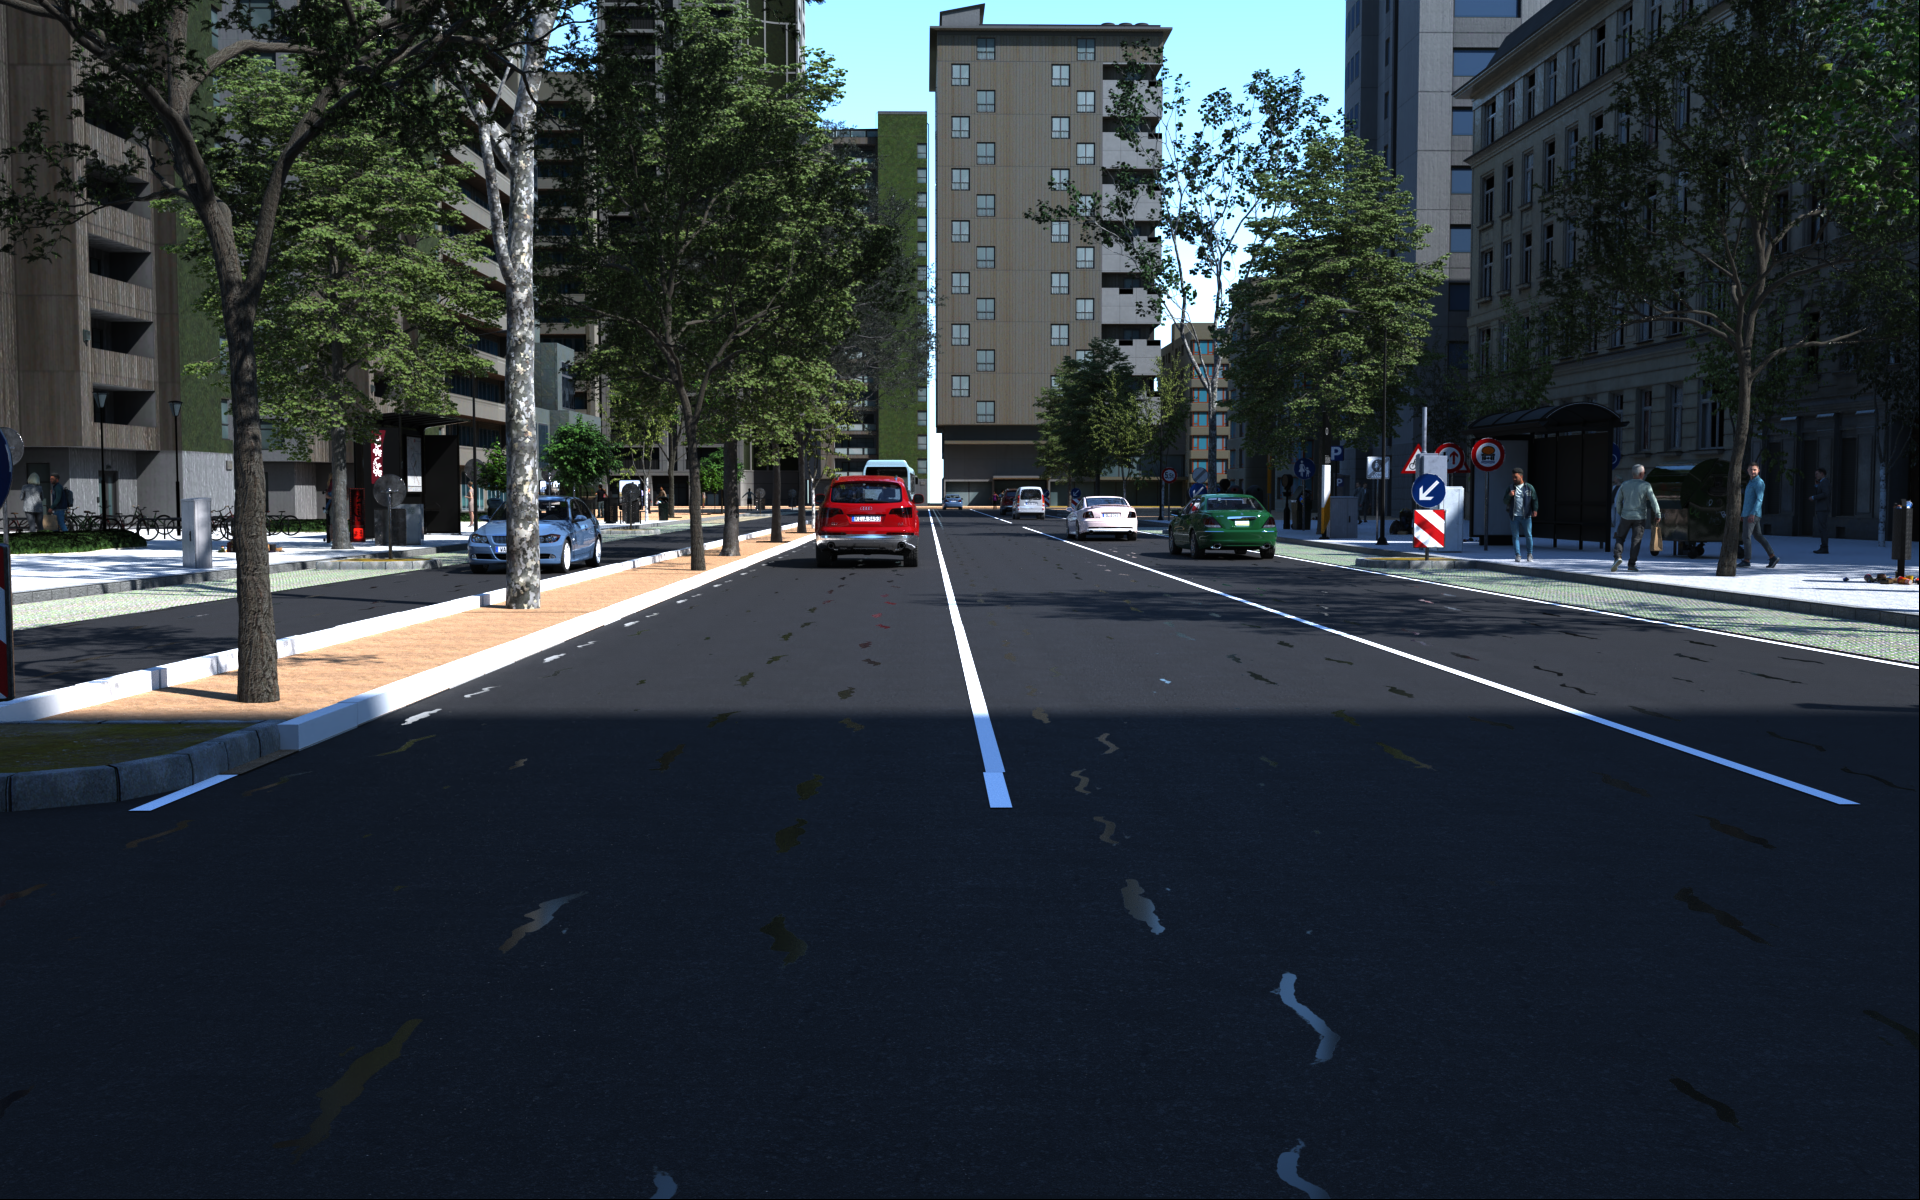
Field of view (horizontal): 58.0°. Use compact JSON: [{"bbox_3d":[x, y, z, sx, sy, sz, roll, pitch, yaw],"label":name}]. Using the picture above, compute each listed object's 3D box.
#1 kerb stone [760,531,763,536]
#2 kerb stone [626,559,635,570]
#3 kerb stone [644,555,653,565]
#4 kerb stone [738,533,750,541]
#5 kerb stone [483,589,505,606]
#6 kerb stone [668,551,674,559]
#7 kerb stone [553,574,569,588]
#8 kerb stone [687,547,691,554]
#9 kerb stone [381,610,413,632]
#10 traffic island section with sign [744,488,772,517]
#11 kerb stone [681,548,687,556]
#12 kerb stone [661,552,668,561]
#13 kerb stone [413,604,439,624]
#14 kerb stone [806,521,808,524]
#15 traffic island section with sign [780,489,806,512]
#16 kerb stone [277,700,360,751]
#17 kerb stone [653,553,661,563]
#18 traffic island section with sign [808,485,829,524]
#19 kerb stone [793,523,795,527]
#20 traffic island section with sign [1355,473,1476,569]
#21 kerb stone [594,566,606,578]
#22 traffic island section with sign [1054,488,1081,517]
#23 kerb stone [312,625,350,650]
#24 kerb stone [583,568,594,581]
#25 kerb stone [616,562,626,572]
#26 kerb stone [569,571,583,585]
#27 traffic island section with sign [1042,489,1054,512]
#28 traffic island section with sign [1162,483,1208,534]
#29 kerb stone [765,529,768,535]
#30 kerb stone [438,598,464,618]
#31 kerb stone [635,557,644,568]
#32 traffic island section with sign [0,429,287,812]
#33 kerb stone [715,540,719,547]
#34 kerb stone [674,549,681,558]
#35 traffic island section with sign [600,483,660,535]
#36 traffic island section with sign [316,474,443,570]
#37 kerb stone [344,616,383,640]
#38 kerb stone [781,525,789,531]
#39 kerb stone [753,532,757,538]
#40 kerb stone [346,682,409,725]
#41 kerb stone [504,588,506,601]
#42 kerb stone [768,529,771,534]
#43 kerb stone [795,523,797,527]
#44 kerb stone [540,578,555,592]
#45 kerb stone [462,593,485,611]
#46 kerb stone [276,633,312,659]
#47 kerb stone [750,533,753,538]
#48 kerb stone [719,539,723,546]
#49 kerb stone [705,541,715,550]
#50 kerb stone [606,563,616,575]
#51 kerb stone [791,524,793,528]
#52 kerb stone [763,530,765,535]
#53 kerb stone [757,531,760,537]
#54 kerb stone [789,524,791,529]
[{"bbox_3d":[-6.839,-2.208,58.301,0.120,0.150,1.000,0,4,-1],"label":"kerb stone"},{"bbox_3d":[-6.323,-0.633,32.688,0.120,0.150,1.000,0,4,-1],"label":"kerb stone"},{"bbox_3d":[-6.352,-0.767,34.732,0.120,0.150,1.000,0,4,-1],"label":"kerb stone"},{"bbox_3d":[-6.757,-1.958,54.205,0.120,0.150,1.000,0,4,-1],"label":"kerb stone"},{"bbox_3d":[-6.104,-0.014,22.430,0.120,0.150,1.000,0,4,-1],"label":"kerb stone"},{"bbox_3d":[-6.424,-0.954,37.806,0.120,0.150,1.000,0,4,-1],"label":"kerb stone"},{"bbox_3d":[-6.194,-0.264,26.534,0.120,0.150,1.000,0,4,-1],"label":"kerb stone"},{"bbox_3d":[-6.482,-1.140,40.877,0.120,0.150,1.000,0,4,-1],"label":"kerb stone"},{"bbox_3d":[-6.022,0.238,18.307,0.120,0.150,1.000,0,4,-1],"label":"kerb stone"},{"bbox_3d":[-12.739,-6.249,110.796,1.989,1.847,2.006,0,4,-1],"label":"traffic island section with sign"},{"bbox_3d":[-6.458,-1.076,39.850,0.120,0.150,1.000,0,4,-1],"label":"kerb stone"},{"bbox_3d":[-6.398,-0.888,36.780,0.120,0.150,1.000,0,4,-1],"label":"kerb stone"},{"bbox_3d":[-6.046,0.180,19.344,0.120,0.150,1.000,0,4,-1],"label":"kerb stone"},{"bbox_3d":[-7.339,-3.713,82.908,0.120,0.150,1.000,0,4,-1],"label":"kerb stone"},{"bbox_3d":[-13.281,-7.897,137.746,1.989,1.847,2.006,0,4,-1],"label":"traffic island section with sign"},{"bbox_3d":[-3.752,0.737,10.138,0.120,0.150,1.000,0,4,-1],"label":"kerb stone"},{"bbox_3d":[-6.370,-0.829,35.754,0.120,0.150,1.000,0,4,-1],"label":"kerb stone"},{"bbox_3d":[-6.300,-4.631,83.858,2.006,1.907,1.989,0,4,-1],"label":"traffic island section with sign"},{"bbox_3d":[-7.125,-3.086,72.655,0.120,0.150,1.000,0,4,-1],"label":"kerb stone"},{"bbox_3d":[8.857,-1.549,33.953,1.989,1.847,2.006,0,4,-1],"label":"traffic island section with sign"},{"bbox_3d":[-6.254,-0.454,29.614,0.120,0.150,1.000,0,4,-1],"label":"kerb stone"},{"bbox_3d":[7.282,-6.281,111.327,1.989,1.847,2.006,0,4,-1],"label":"traffic island section with sign"},{"bbox_3d":[-5.976,0.369,16.263,0.120,0.150,1.000,0,4,-1],"label":"kerb stone"},{"bbox_3d":[-6.233,-0.390,28.585,0.120,0.150,1.000,0,4,-1],"label":"kerb stone"},{"bbox_3d":[-6.297,-0.579,31.665,0.120,0.150,1.000,0,4,-1],"label":"kerb stone"},{"bbox_3d":[-6.204,-0.328,27.556,0.120,0.150,1.000,0,4,-1],"label":"kerb stone"},{"bbox_3d":[6.703,-7.976,139.031,1.989,1.847,2.006,0,4,-1],"label":"traffic island section with sign"},{"bbox_3d":[8.285,-3.256,61.870,1.989,1.847,2.006,0,4,-1],"label":"traffic island section with sign"},{"bbox_3d":[-6.875,-2.334,60.351,0.120,0.150,1.000,0,4,-1],"label":"kerb stone"},{"bbox_3d":[-6.060,0.115,20.381,0.120,0.150,1.000,0,4,-1],"label":"kerb stone"},{"bbox_3d":[-6.333,-0.704,33.709,0.120,0.150,1.000,0,4,-1],"label":"kerb stone"},{"bbox_3d":[-4.766,-0.037,8.735,2.006,1.907,1.989,0,4,-1],"label":"traffic island section with sign"},{"bbox_3d":[-6.585,-1.457,46.013,0.120,0.150,1.000,0,4,-1],"label":"kerb stone"},{"bbox_3d":[-6.439,-1.016,38.828,0.120,0.150,1.000,0,4,-1],"label":"kerb stone"},{"bbox_3d":[-11.743,-3.244,61.670,1.989,1.847,2.006,0,4,-1],"label":"traffic island section with sign"},{"bbox_3d":[-11.165,-1.525,33.558,1.989,1.847,2.006,0,4,-1],"label":"traffic island section with sign"},{"bbox_3d":[-6.004,0.300,17.285,0.120,0.150,1.000,0,4,-1],"label":"kerb stone"},{"bbox_3d":[-7.067,-2.899,69.586,0.120,0.150,1.000,0,4,-1],"label":"kerb stone"},{"bbox_3d":[-6.795,-2.083,56.255,0.120,0.150,1.000,0,4,-1],"label":"kerb stone"},{"bbox_3d":[-3.783,0.674,11.172,0.120,0.150,1.000,0,4,-1],"label":"kerb stone"},{"bbox_3d":[-6.133,-0.077,23.455,0.120,0.150,1.000,0,4,-1],"label":"kerb stone"},{"bbox_3d":[-6.904,-2.395,61.373,0.120,0.150,1.000,0,4,-1],"label":"kerb stone"},{"bbox_3d":[-7.148,-3.149,73.682,0.120,0.150,1.000,0,4,-1],"label":"kerb stone"},{"bbox_3d":[-6.169,-0.202,25.499,0.120,0.150,1.000,0,4,-1],"label":"kerb stone"},{"bbox_3d":[-6.091,0.050,21.403,0.120,0.150,1.000,0,4,-1],"label":"kerb stone"},{"bbox_3d":[-5.962,0.426,15.238,0.120,0.150,1.000,0,4,-1],"label":"kerb stone"},{"bbox_3d":[-6.778,-2.020,55.227,0.120,0.150,1.000,0,4,-1],"label":"kerb stone"},{"bbox_3d":[-6.606,-1.517,47.035,0.120,0.150,1.000,0,4,-1],"label":"kerb stone"},{"bbox_3d":[-6.563,-1.394,44.991,0.120,0.150,1.000,0,4,-1],"label":"kerb stone"},{"bbox_3d":[-6.273,-0.517,30.643,0.120,0.150,1.000,0,4,-1],"label":"kerb stone"},{"bbox_3d":[-7.107,-3.024,71.631,0.120,0.150,1.000,0,4,-1],"label":"kerb stone"},{"bbox_3d":[-6.864,-2.271,59.325,0.120,0.150,1.000,0,4,-1],"label":"kerb stone"},{"bbox_3d":[-6.818,-2.146,57.278,0.120,0.150,1.000,0,4,-1],"label":"kerb stone"},{"bbox_3d":[-7.094,-2.961,70.608,0.120,0.150,1.000,0,4,-1],"label":"kerb stone"}]
